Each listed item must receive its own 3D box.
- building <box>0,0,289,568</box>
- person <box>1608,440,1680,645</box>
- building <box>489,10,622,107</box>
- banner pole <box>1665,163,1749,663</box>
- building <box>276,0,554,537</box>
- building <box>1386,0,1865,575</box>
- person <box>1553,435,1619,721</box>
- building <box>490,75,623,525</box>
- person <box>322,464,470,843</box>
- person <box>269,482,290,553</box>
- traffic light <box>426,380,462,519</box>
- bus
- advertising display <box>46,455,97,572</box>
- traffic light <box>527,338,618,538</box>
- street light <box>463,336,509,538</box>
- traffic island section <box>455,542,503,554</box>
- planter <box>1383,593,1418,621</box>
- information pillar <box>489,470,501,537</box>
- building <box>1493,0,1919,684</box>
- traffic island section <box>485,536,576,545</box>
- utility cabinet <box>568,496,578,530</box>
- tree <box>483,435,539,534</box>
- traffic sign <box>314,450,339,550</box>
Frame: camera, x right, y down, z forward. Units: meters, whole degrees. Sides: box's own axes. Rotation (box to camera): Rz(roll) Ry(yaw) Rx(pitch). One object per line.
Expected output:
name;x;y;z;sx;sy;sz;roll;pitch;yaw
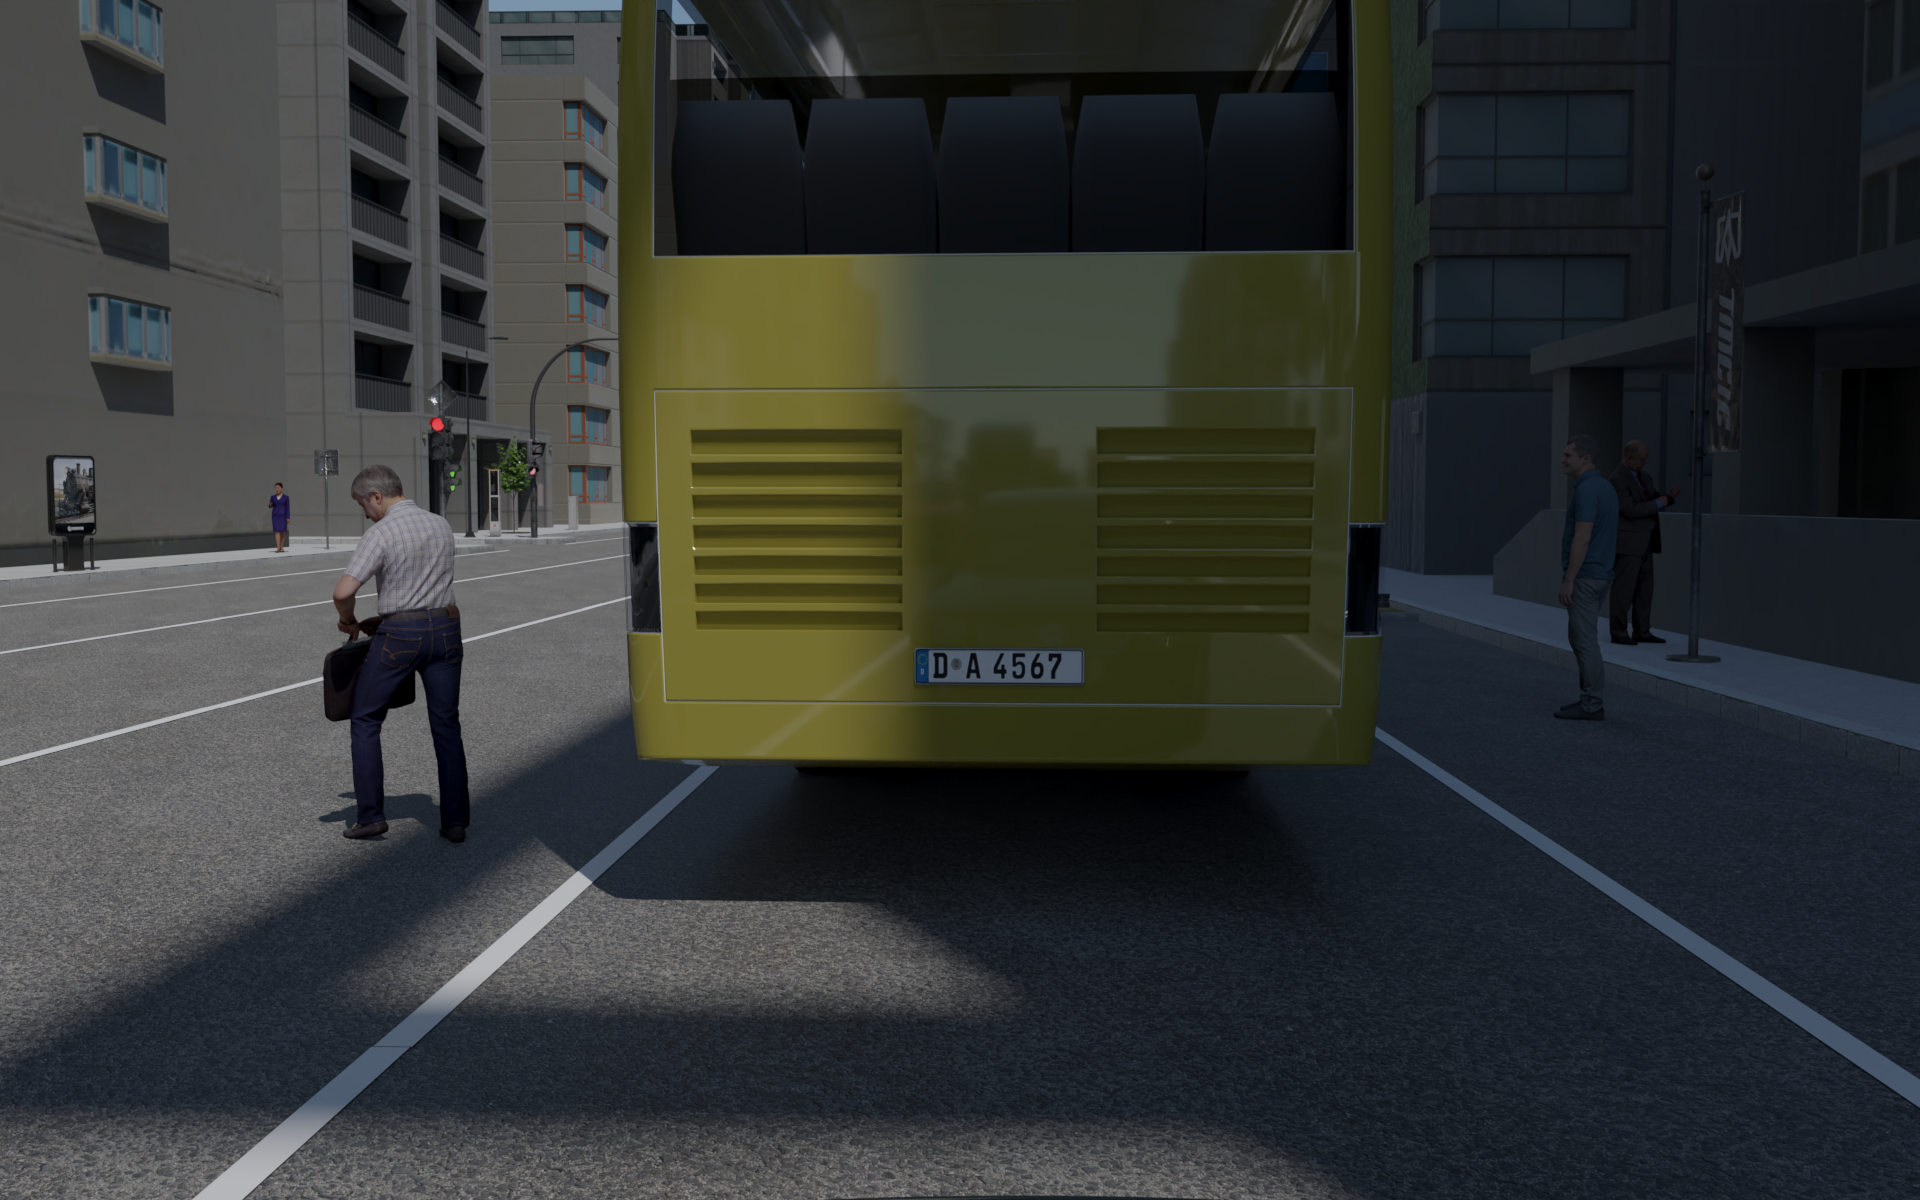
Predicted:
building;-27.099;-24.862;30.198;21.600;48.544;21.300;0;4;2
person;5.804;-0.491;14.760;0.600;1.739;0.565;2;4;24
building;-20.863;-20.548;107.654;14.160;30.474;14.107;0;4;2
banner pole;5.656;-1.405;12.997;0.401;3.779;0.863;0;4;-3
building;-26.005;-38.050;60.365;20.563;71.187;20.611;0;4;2
building;14.585;-21.354;32.734;14.154;41.232;14.086;0;4;2
person;3.972;-0.149;11.066;0.598;1.807;0.434;-3;5;-44
building;-28.794;-14.780;86.699;27.650;21.520;28.899;0;4;2
person;-2.338;0.218;7.144;0.590;1.554;0.614;2;4;32
person;-14.842;-1.796;37.783;0.453;1.535;0.546;-2;4;-30
traffic light;-12.697;-3.279;42.526;0.839;4.253;0.868;0;4;2
bus;0.482;-1.229;11.639;2.896;3.916;12.252;0;4;3
advertising display;-14.736;-1.439;28.749;0.123;1.923;0.974;1;4;13
traffic light;-10.331;-4.636;50.470;4.771;5.953;1.251;0;4;2
street light;-13.935;-4.797;50.964;1.470;5.913;1.316;0;4;2
traffic island section;-12.736;-1.247;42.662;2.009;0.180;2.903;0;4;2
planter;4.224;0.036;20.552;1.991;0.319;1.994;0;4;2
information pillar;-13.939;-2.902;51.933;0.304;2.012;0.304;0;4;-7
building;22.684;-19.669;13.475;32.217;40.220;23.993;0;4;2
traffic island section;-12.464;-1.735;50.642;2.009;0.180;2.903;0;4;2
utility cabinet;-13.824;-3.102;61.876;0.306;1.237;1.020;-1;4;-9
tree;-14.434;-3.766;56.180;1.663;3.219;1.824;0;3;0
traffic sign;-14.581;-2.309;39.882;0.606;2.300;0.079;1;4;10
